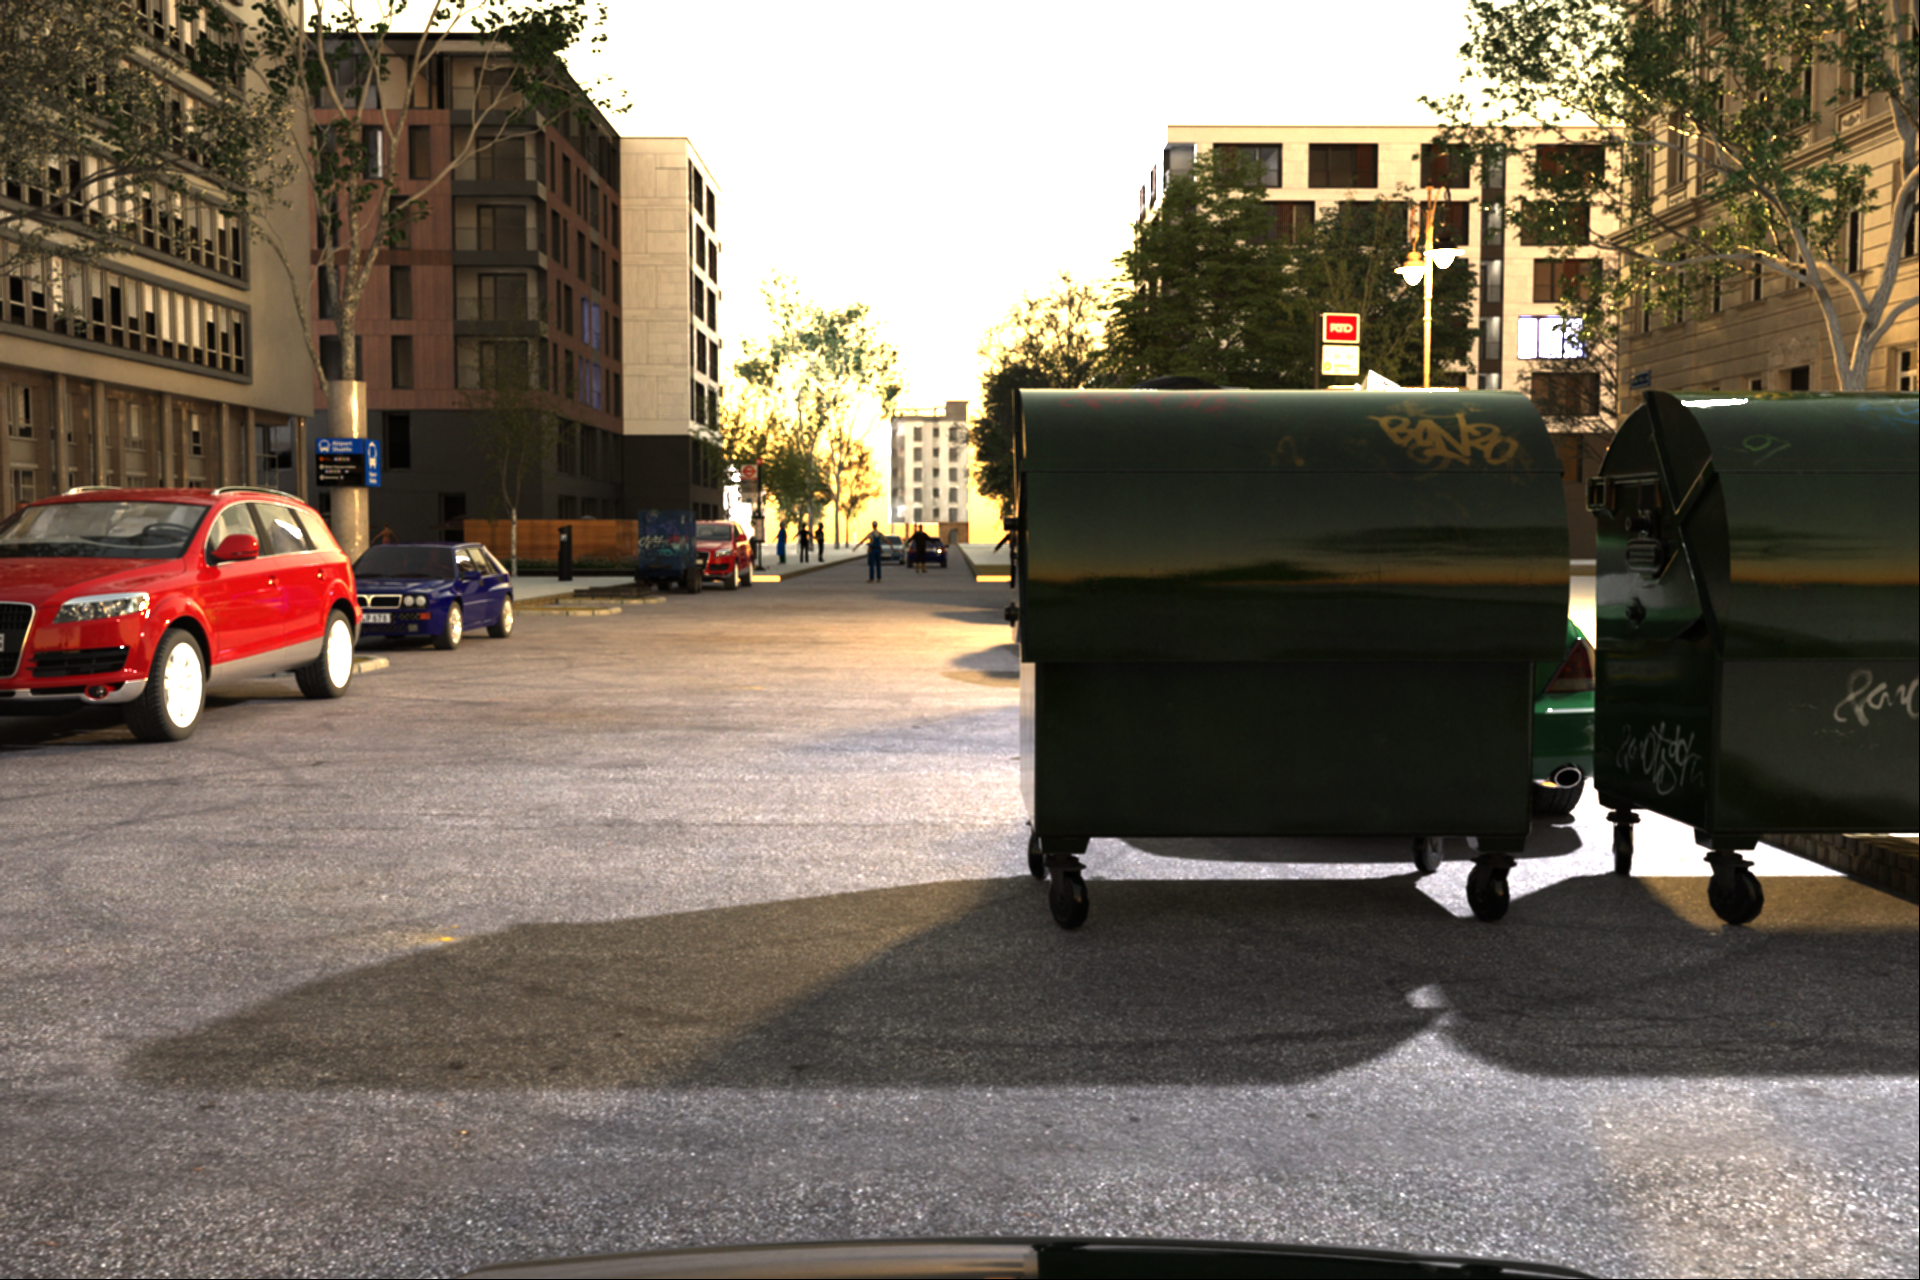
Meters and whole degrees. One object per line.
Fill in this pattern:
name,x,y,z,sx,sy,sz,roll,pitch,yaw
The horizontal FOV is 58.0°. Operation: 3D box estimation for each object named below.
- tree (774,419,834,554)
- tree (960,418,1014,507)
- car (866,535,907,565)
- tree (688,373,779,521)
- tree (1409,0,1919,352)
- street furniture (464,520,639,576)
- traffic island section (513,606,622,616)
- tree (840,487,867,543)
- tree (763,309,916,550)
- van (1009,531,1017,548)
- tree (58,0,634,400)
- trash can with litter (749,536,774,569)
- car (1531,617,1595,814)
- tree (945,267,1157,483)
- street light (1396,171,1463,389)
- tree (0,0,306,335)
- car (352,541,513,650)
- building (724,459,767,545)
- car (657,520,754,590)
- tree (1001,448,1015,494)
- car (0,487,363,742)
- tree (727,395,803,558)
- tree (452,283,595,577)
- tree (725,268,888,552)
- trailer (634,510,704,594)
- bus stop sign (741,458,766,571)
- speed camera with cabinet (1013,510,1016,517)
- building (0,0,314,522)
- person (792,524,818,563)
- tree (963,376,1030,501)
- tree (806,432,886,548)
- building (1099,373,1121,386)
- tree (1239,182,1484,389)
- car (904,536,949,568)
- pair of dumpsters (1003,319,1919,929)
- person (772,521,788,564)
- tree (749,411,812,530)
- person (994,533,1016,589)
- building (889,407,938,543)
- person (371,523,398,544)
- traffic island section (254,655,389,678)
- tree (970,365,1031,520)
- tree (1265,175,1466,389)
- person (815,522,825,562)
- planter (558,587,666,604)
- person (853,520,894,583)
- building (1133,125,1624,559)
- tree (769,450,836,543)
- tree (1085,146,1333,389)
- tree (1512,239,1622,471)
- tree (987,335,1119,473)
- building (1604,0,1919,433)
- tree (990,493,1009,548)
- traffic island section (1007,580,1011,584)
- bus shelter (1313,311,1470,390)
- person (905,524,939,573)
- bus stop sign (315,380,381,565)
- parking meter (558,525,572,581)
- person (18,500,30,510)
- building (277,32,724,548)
tree,-10.355,-9.869,111.725,4.737,8.622,4.395,0,3,0
tree,5.036,-14.479,147.105,12.009,13.543,11.850,0,3,0
car,-3.450,-4.285,82.065,2.014,1.417,4.499,0,4,-1
tree,-10.560,-7.948,80.306,4.737,8.622,4.395,0,3,0
tree,8.581,-5.025,16.577,8.767,10.594,7.601,0,4,-6
street furniture,-11.892,-2.909,54.421,11.010,1.723,9.812,0,4,0
traffic island section,-7.198,-0.514,31.275,1.991,0.108,1.994,0,4,0
tree,-15.379,-18.305,249.641,4.737,8.622,4.395,0,3,0
tree,-9.938,-17.631,144.161,12.611,20.169,13.585,0,3,0
van,2.152,-1.838,34.435,2.240,2.365,5.245,0,4,-1
tree,-13.685,-11.219,39.314,12.611,20.169,13.585,0,3,0
trash can with litter,-7.487,-3.227,63.813,1.678,1.210,2.233,0,4,-1
car,2.239,0.092,10.293,2.131,1.459,4.920,0,4,0
tree,4.861,-10.307,78.882,12.009,13.543,11.850,0,3,0
street light,6.074,-3.045,22.570,0.468,5.910,1.993,0,4,0
tree,-12.845,-6.605,18.363,12.009,13.543,11.850,0,3,0
car,-7.092,-0.615,22.635,1.945,1.354,3.894,0,3,0
building,-27.643,-16.260,208.000,9.099,9.664,28.070,0,3,0
car,-6.692,-2.270,45.786,2.281,1.827,5.304,0,3,0
tree,4.407,-9.666,108.393,4.737,8.622,4.395,0,3,0
car,-6.400,-0.303,13.624,2.281,1.827,5.304,0,4,-1
tree,-10.709,-8.723,92.977,4.737,8.622,4.395,0,3,0
tree,-13.463,-6.181,51.418,4.360,8.622,3.978,0,3,0
tree,-12.340,-16.521,126.000,12.611,20.169,13.585,0,3,0
trailer,-7.014,-2.080,41.064,1.471,1.999,3.904,0,4,0
bus stop sign,-7.248,-4.408,60.768,0.855,3.939,0.416,0,4,1
speed camera with cabinet,2.334,-4.298,64.603,0.660,3.252,2.038,0,4,0
building,-32.782,-14.365,42.467,19.016,26.051,41.698,0,3,0
person,-6.906,-4.299,77.003,1.216,1.740,0.721,1,4,11
tree,4.624,-10.101,99.565,8.767,10.594,7.601,-1,4,-20
tree,-10.551,-13.734,158.964,8.767,10.594,7.601,1,4,19
building,23.120,-20.289,198.188,16.747,18.905,31.486,0,4,-1
tree,14.401,-9.612,63.815,9.857,13.997,8.962,0,3,0
car,-1.433,-3.805,74.788,1.945,1.354,3.894,0,4,-1
pair of dumpsters,2.386,-0.112,6.790,4.436,2.255,1.574,0,4,-1
person,-7.583,-4.116,73.420,0.704,1.817,1.347,-2,4,-31
tree,-10.569,-9.342,103.105,4.737,8.622,4.395,0,3,0
person,1.522,-2.272,45.537,1.347,1.837,0.705,1,4,15
building,-9.905,-23.885,249.394,11.380,20.090,16.016,0,4,4
person,-23.027,-3.829,69.410,0.721,1.733,1.217,3,4,38
traffic island section,-7.179,0.280,18.286,1.991,0.108,1.994,0,4,0
tree,5.235,-13.436,126.335,9.857,13.997,8.962,0,3,0
tree,7.838,-5.271,36.542,4.360,8.622,3.978,0,3,0
person,-6.422,-4.560,80.343,0.705,1.856,1.354,0,4,-2
planter,-7.231,-0.928,36.313,1.991,0.319,1.994,0,4,-1
person,-2.530,-2.629,51.305,1.347,1.847,0.705,-2,4,-28
building,23.975,-15.864,103.359,27.936,21.610,32.646,0,4,-1
tree,-22.986,-21.039,250.646,9.857,13.997,8.962,0,3,0
tree,7.450,-8.170,51.708,7.486,12.596,7.792,0,3,0
tree,27.028,-9.690,68.809,12.009,13.543,11.850,0,3,0
tree,5.014,-10.050,90.068,9.928,11.665,9.643,0,3,0
building,27.510,-15.154,45.030,12.463,27.353,25.104,0,4,-1
tree,4.098,-12.574,155.939,4.360,8.622,3.978,0,3,0
traffic island section,2.355,-1.655,49.928,1.991,0.108,1.994,0,4,0
bus shelter,6.198,-3.137,28.929,2.179,5.291,8.768,0,4,0
person,-1.450,-3.421,64.533,1.346,1.812,0.704,-1,4,-21
bus stop sign,-10.586,-2.508,30.023,0.837,3.901,0.837,0,4,0
parking meter,-10.822,-2.388,47.462,0.372,1.533,0.369,0,3,0
person,-15.426,-1.384,28.542,0.709,1.838,0.599,-1,4,-16
building,-27.919,-14.872,87.137,27.936,21.610,32.646,0,4,-1
